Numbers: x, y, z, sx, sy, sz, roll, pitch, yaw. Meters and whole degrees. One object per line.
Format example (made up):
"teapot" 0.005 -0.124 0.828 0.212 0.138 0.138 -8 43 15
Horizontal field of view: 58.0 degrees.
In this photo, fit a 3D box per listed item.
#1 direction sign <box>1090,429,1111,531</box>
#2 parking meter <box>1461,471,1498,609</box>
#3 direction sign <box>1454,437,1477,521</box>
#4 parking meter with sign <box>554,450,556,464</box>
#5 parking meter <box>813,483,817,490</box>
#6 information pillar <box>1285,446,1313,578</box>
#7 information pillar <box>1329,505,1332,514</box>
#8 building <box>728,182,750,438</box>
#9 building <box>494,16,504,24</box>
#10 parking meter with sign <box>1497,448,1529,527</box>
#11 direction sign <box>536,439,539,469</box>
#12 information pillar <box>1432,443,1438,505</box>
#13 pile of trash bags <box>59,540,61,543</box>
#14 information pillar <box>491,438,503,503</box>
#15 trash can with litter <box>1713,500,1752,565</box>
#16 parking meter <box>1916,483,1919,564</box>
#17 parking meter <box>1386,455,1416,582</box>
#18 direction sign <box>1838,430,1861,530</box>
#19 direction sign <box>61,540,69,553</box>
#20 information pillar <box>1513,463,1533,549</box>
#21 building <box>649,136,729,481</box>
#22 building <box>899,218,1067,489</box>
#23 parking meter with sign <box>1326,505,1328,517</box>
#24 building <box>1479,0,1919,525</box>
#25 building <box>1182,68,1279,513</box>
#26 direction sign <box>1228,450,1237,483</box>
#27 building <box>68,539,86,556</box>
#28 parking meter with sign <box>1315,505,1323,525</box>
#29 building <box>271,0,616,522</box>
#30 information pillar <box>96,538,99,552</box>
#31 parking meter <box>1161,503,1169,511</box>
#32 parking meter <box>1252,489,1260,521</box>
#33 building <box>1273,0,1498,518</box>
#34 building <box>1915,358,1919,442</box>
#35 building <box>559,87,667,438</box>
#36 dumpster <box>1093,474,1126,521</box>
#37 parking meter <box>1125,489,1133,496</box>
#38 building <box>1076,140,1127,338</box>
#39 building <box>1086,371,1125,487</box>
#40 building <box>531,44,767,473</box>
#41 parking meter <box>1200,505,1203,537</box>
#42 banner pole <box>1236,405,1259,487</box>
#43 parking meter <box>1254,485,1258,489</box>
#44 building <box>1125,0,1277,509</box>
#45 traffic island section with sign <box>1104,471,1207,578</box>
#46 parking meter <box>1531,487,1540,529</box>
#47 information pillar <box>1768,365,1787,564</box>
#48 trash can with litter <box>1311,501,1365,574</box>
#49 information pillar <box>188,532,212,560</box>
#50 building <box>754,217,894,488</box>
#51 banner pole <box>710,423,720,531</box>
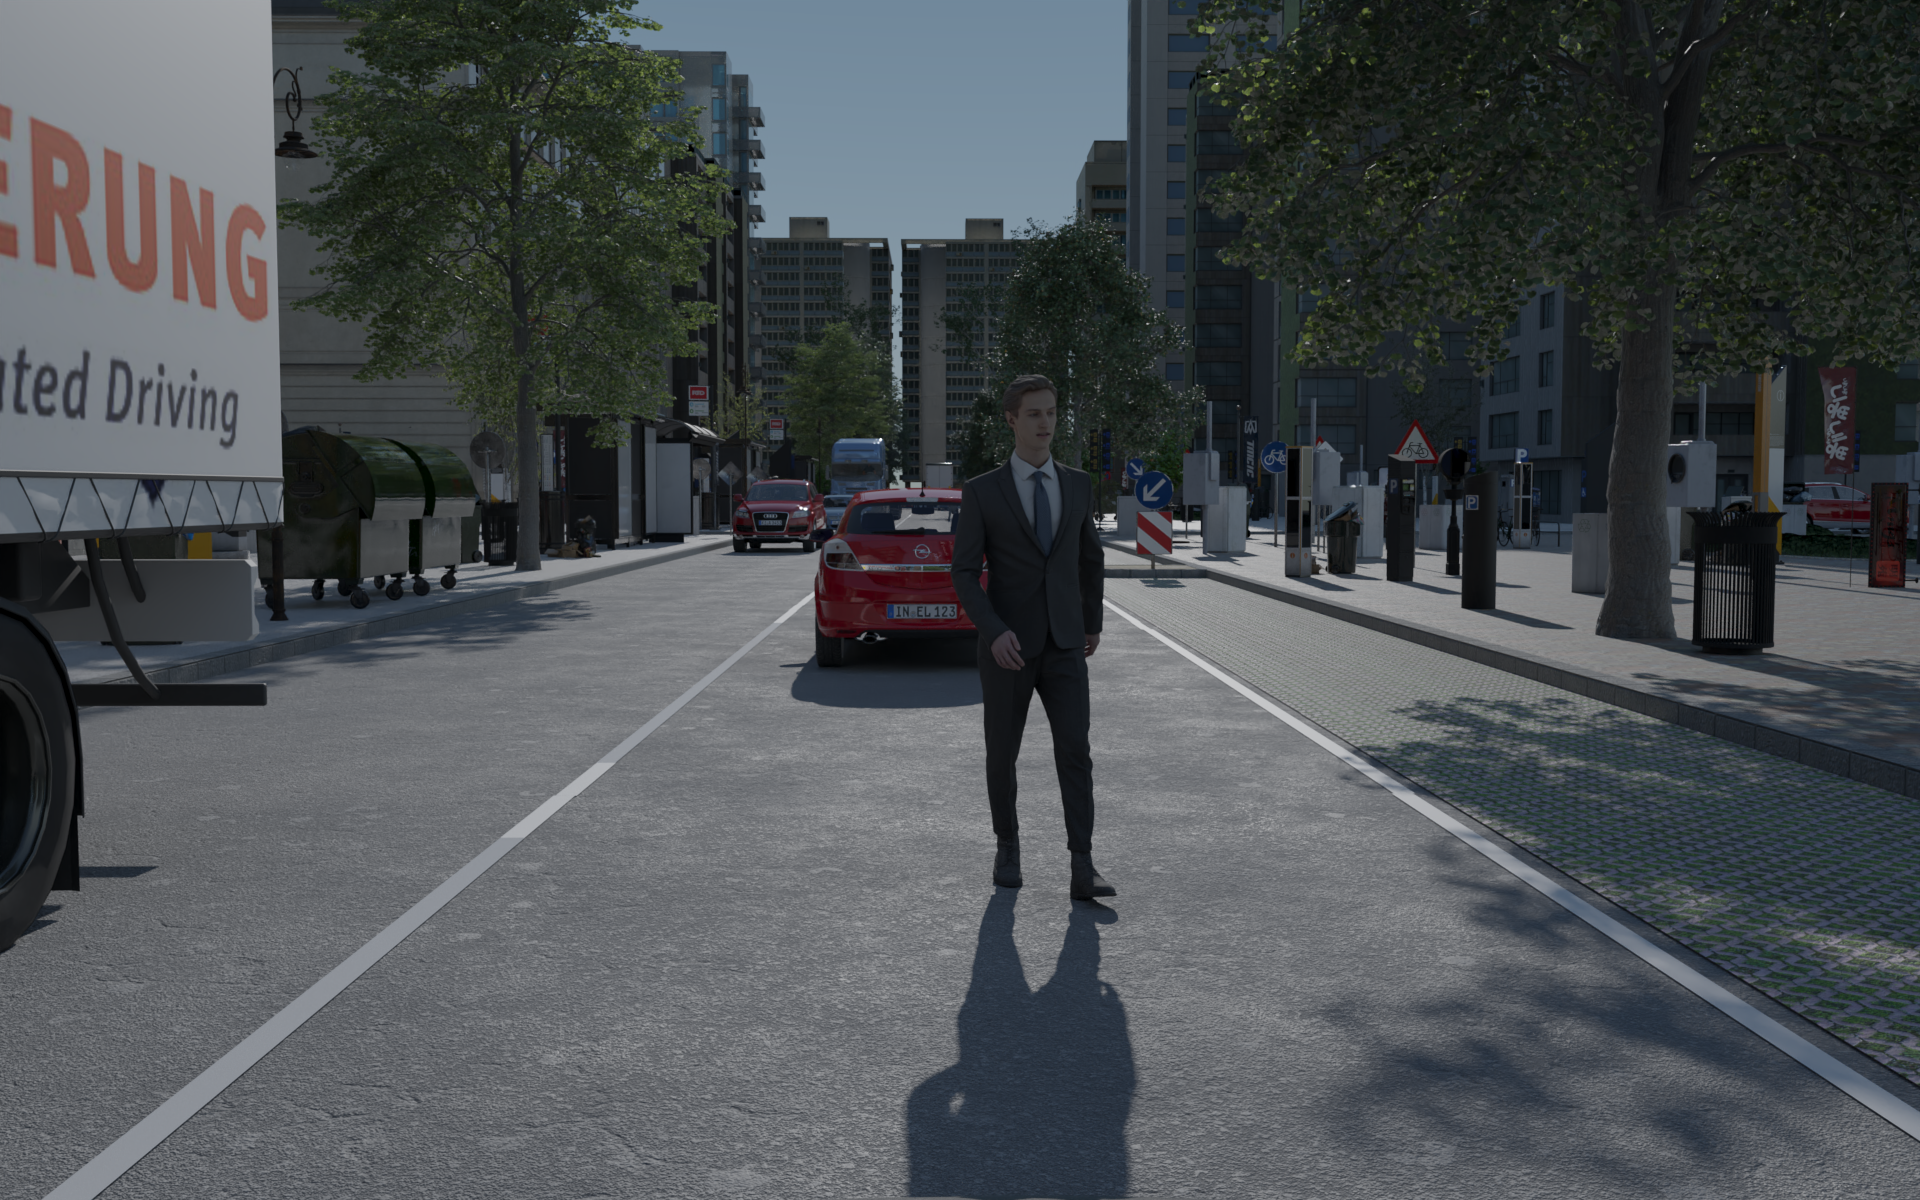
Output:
"direction sign" 4.879 -4.178 60.312 0.876 3.537 0.379 3 5 41
"parking meter" 5.817 -0.672 19.393 0.372 1.533 0.369 0 3 0
"direction sign" 19.943 -4.677 68.464 0.876 3.537 0.379 1 4 8
"parking meter with sign" -16.623 -4.420 68.520 0.543 3.016 1.738 -3 5 -42
"parking meter" -7.673 -5.206 90.834 0.255 1.863 0.399 1 4 19
"information pillar" 5.220 -1.358 26.694 0.304 2.012 0.304 -3 5 -43
"information pillar" 14.378 -3.799 66.598 0.304 2.012 0.304 1 4 19
"building" -26.860 -23.548 156.713 14.160 30.474 14.107 0 4 -1
"building" -73.295 -48.941 238.434 20.611 71.187 20.563 0 4 -1
"parking meter with sign" 21.238 -4.319 66.873 0.543 3.016 1.738 -1 4 -11
"direction sign" -17.644 -4.905 72.197 0.379 3.537 0.876 -1 4 -22
"information pillar" 21.873 -5.406 79.736 0.183 3.616 0.504 0 4 -6
"pile of trash bags" -11.773 -0.693 21.078 1.912 1.369 3.447 0 4 -6
"information pillar" -18.894 -4.855 70.733 0.504 3.616 0.183 0 4 -5
"trash can with litter" 13.901 -1.220 31.328 0.624 1.170 1.055 0 4 -3
"parking meter" 17.660 -1.415 31.553 0.372 1.533 0.369 0 3 0
"parking meter" 6.487 -1.209 25.474 0.255 1.863 0.399 -1 4 -20
"direction sign" 31.539 -4.262 61.684 0.876 3.537 0.379 1 4 13
"direction sign" -9.674 -1.630 18.655 0.876 3.537 0.379 -1 4 -11
"information pillar" 13.173 -2.206 40.555 0.304 2.012 0.304 -1 4 -14
"building" -27.300 -22.686 142.624 14.160 30.474 14.107 0 4 -1
"building" 3.410 -33.943 246.846 23.993 40.220 32.217 0 4 -1
"parking meter with sign" 19.053 -5.795 91.008 0.543 3.016 1.738 0 4 -4
"building" 32.268 -18.667 76.910 14.107 30.474 14.160 0 4 -1
"building" 22.500 -21.390 121.423 14.160 30.474 14.107 0 4 -1
"direction sign" 14.214 -6.003 90.149 0.876 3.537 0.379 -3 5 -43
"building" -26.813 -11.095 36.154 16.860 20.320 10.420 0 4 -1
"parking meter with sign" 14.627 -4.678 72.738 0.543 3.016 1.738 -1 4 -11
"building" -27.623 -15.439 85.717 16.112 22.955 30.059 0 4 -1
"information pillar" -17.218 -2.653 34.730 0.183 3.616 0.504 2 4 24
"parking meter" 10.647 -4.983 89.884 0.372 1.533 0.369 0 3 0
"parking meter" 14.092 -4.533 82.532 0.372 1.533 0.369 0 3 0
"building" 25.125 -25.412 99.073 14.154 41.232 14.086 0 4 -1
"building" 60.933 -30.410 86.437 27.495 52.752 28.713 0 4 -1
"building" -26.374 -17.904 110.747 12.078 24.808 19.932 0 4 -1
"dumpster" 7.155 -4.959 83.578 1.502 2.255 1.985 0 4 -1
"parking meter" 7.875 -4.423 80.725 0.372 1.533 0.369 0 3 0
"building" 26.864 -37.707 240.211 21.600 48.544 21.300 0 4 -1
"building" 28.113 -20.938 187.368 27.650 21.520 28.899 0 4 -1
"building" -36.740 -34.756 187.874 30.456 49.044 23.786 0 4 -1
"parking meter" 7.341 -2.635 51.489 0.372 1.533 0.369 0 3 0
"banner pole" 8.057 -3.602 48.906 0.863 3.779 0.401 3 4 37
"parking meter" 18.736 -6.330 109.210 0.399 1.863 0.255 2 4 27
"building" 25.730 -37.658 157.702 21.231 58.520 28.212 0 4 -1
"traffic island section with sign" 3.189 -1.324 30.283 1.989 1.847 2.006 0 4 -1
"parking meter" 21.276 -3.406 64.100 0.372 1.533 0.369 0 3 0
"information pillar" 14.805 -2.455 31.501 0.504 3.616 0.183 -2 4 -29
"trash can with litter" 5.919 -1.007 27.852 1.055 1.170 0.624 0 4 -3
"information pillar" -7.500 -1.557 16.806 0.183 3.616 0.504 2 4 28
"building" -21.422 -33.867 245.610 23.993 40.220 32.217 0 4 -1
"banner pole" -8.541 -4.322 60.685 0.401 3.779 0.863 -1 4 -23
